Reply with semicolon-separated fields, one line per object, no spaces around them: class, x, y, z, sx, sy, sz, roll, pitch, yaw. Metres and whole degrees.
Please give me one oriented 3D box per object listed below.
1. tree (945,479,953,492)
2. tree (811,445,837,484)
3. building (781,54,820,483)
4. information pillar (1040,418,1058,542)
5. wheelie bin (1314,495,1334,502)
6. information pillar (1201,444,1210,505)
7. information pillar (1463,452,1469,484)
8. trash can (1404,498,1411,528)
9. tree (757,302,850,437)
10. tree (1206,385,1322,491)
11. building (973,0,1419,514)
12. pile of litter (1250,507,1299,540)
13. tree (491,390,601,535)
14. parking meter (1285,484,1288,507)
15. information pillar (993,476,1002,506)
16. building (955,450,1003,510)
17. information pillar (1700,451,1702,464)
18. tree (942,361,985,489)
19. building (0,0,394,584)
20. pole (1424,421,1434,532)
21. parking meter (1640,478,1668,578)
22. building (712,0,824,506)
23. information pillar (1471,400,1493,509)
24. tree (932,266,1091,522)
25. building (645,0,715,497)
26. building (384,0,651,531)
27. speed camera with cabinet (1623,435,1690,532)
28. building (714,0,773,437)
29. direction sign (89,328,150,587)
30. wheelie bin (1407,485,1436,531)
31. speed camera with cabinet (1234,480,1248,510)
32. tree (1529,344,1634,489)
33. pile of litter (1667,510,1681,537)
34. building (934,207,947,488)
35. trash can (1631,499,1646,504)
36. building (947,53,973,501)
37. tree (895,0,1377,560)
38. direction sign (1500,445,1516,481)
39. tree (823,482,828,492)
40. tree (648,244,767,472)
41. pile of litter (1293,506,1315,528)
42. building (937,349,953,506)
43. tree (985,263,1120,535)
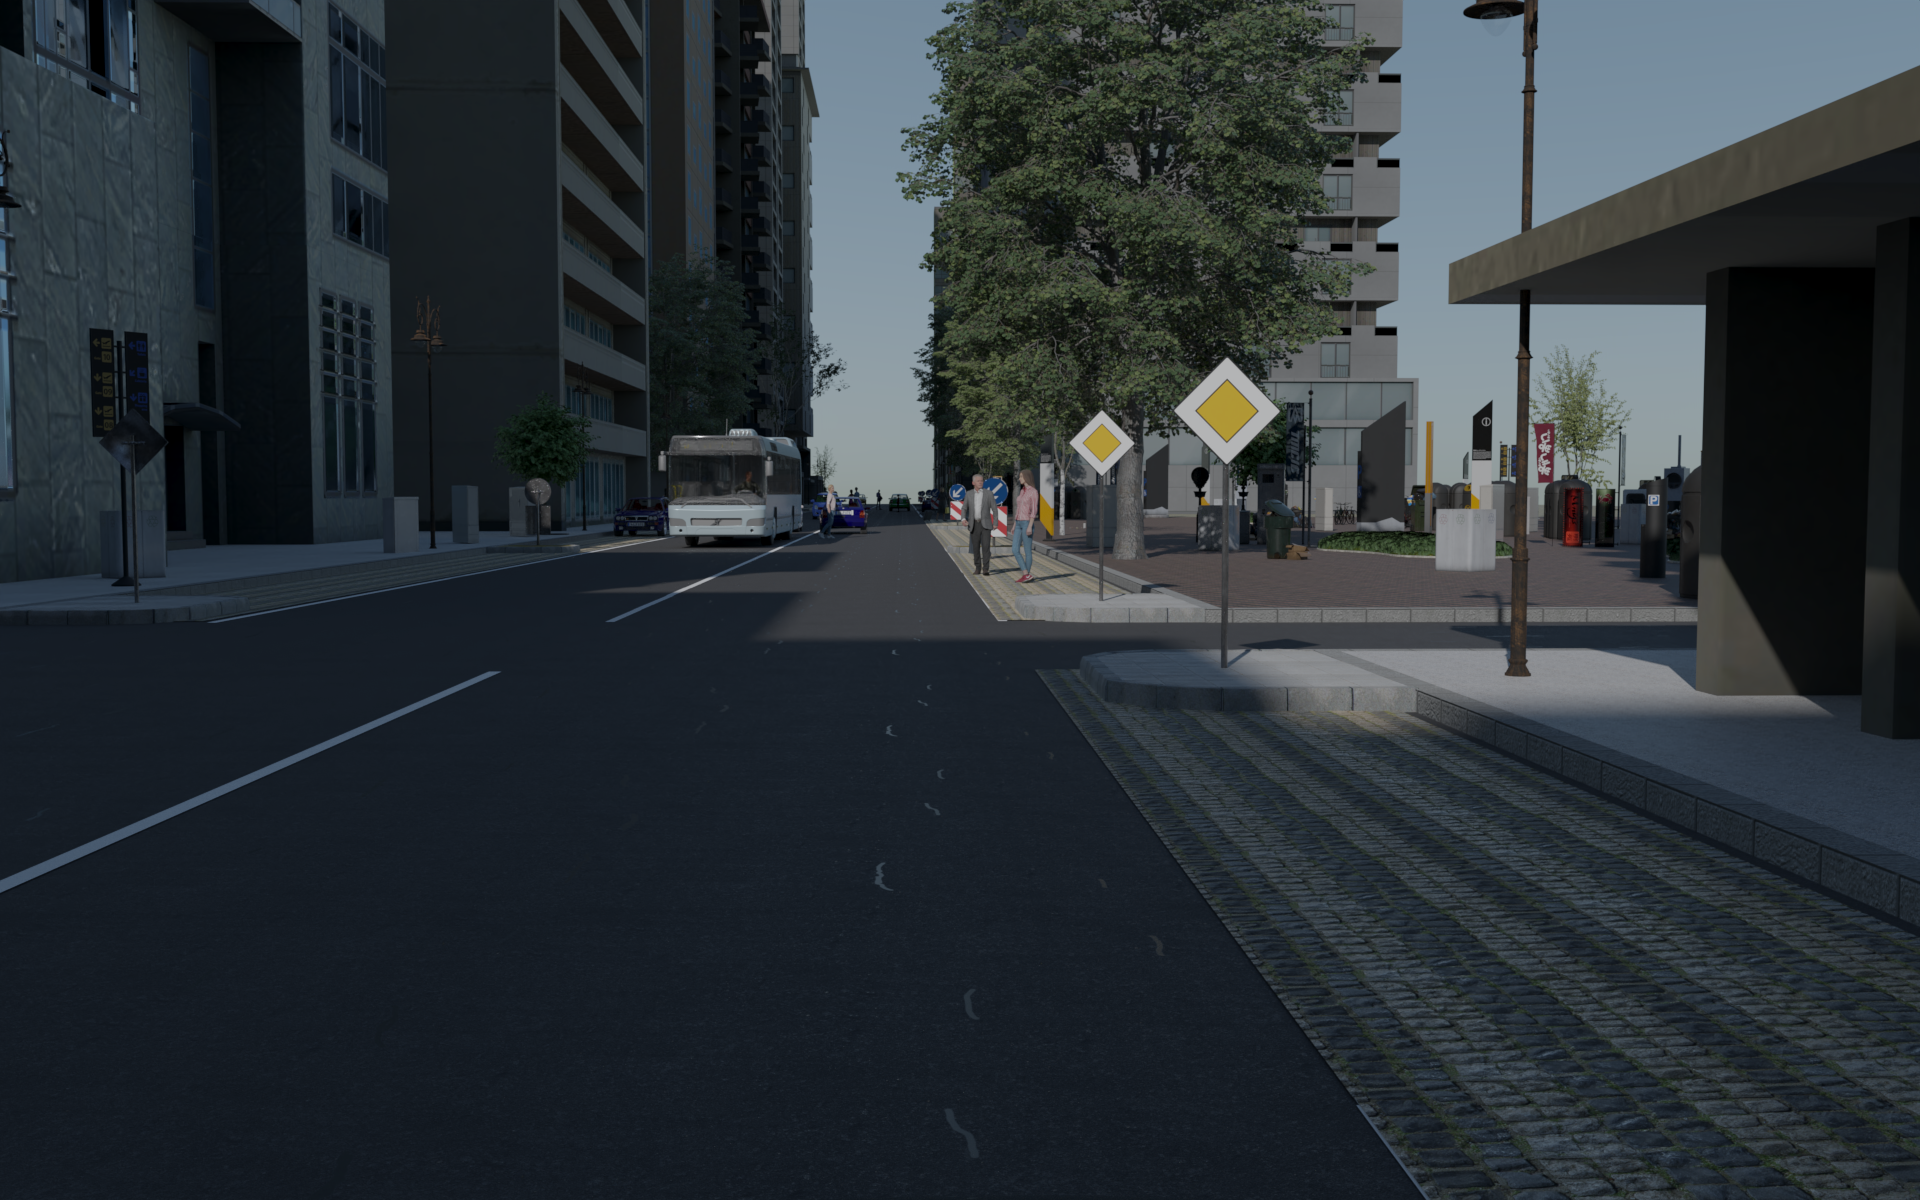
tree;-0.628;-11.410;181.158;1.663;3.219;1.824;0;3;0
tree;-20.207;-18.676;255.712;4.360;8.622;3.978;0;3;0
building;-32.018;-38.104;212.237;28.713;52.752;27.495;0;4;-2
information pillar;2.370;-3.400;46.952;0.183;3.616;0.504;-3;4;-38
wheelie bin;18.960;-5.035;90.224;0.980;1.594;0.693;1;4;10
information pillar;10.236;-4.941;72.136;0.183;3.616;0.504;-2;4;-30
information pillar;27.882;-6.370;95.512;0.504;3.616;0.183;-3;5;-44
trash can;17.327;-3.343;66.304;0.748;1.137;0.748;0;3;0
tree;-16.846;-19.117;168.447;12.611;20.169;13.585;0;3;0
tree;9.193;-4.218;52.676;4.285;4.588;4.351;0;3;0
building;14.813;-32.596;122.184;28.713;52.752;27.495;0;4;-2
pile of litter;8.256;-2.081;47.982;1.176;0.858;1.719;-3;5;-43
tree;-13.000;-4.334;54.577;4.285;4.588;4.351;0;3;0
parking meter;16.791;-5.145;89.839;0.255;1.863;0.399;-3;5;-43
information pillar;1.549;-4.106;71.619;0.304;2.012;0.304;-1;4;-16
building;10.120;-43.283;145.922;20.563;71.187;20.611;0;4;-2
information pillar;12.656;-1.507;29.126;0.304;2.012;0.304;-1;4;-13
tree;1.201;-8.555;90.238;4.360;8.622;3.978;0;3;0
building;-25.249;-44.023;32.446;22.319;86.520;31.000;0;4;-2
pole;13.159;-3.348;48.588;0.158;3.312;0.155;0;3;0
parking meter;10.640;-1.110;26.560;0.372;1.533;0.369;0;3;0
building;-29.227;-48.799;236.121;20.563;71.187;20.611;0;4;-2
information pillar;12.950;-3.156;42.952;0.504;3.616;0.183;1;4;14
tree;2.661;-9.808;78.480;7.486;12.596;7.792;0;3;0
building;-22.188;-27.615;101.611;14.600;45.320;14.200;0;4;-2
building;-24.685;-27.189;68.237;21.300;48.544;21.600;0;4;-2
speed camera with cabinet;23.437;-3.914;58.327;2.038;3.252;0.660;3;5;43
building;-27.221;-29.910;143.655;22.147;44.769;28.867;0;4;-2
direction sign;-11.639;-1.962;24.072;0.379;3.537;0.876;2;4;28
wheelie bin;16.013;-3.185;59.982;0.980;1.594;0.693;0;4;-2
speed camera with cabinet;13.775;-5.546;85.017;0.660;3.252;2.038;0;4;7
tree;29.692;-8.189;84.245;4.737;8.622;4.395;0;3;0
pile of litter;19.716;-2.106;48.395;1.176;0.858;1.719;1;4;9
building;3.224;-34.533;248.215;14.154;41.232;14.086;0;4;-2
trash can;20.599;-2.483;52.251;0.748;1.137;0.748;0;3;0
building;6.276;-29.421;164.635;14.154;41.232;14.086;0;4;-2
tree;3.399;-7.787;33.976;9.857;13.997;8.962;0;3;0
direction sign;25.113;-5.337;79.259;0.876;3.537;0.379;0;4;-8
tree;-20.022;-15.706;251.399;1.663;3.219;1.824;0;3;0
tree;-14.825;-11.177;89.403;9.857;13.997;8.962;0;3;0
pile of litter;12.658;-3.154;65.534;1.719;0.858;1.176;1;4;17
building;11.047;-23.347;226.758;27.650;21.520;28.899;0;4;-2
tree;3.431;-6.341;54.038;4.360;8.622;3.978;0;3;0
